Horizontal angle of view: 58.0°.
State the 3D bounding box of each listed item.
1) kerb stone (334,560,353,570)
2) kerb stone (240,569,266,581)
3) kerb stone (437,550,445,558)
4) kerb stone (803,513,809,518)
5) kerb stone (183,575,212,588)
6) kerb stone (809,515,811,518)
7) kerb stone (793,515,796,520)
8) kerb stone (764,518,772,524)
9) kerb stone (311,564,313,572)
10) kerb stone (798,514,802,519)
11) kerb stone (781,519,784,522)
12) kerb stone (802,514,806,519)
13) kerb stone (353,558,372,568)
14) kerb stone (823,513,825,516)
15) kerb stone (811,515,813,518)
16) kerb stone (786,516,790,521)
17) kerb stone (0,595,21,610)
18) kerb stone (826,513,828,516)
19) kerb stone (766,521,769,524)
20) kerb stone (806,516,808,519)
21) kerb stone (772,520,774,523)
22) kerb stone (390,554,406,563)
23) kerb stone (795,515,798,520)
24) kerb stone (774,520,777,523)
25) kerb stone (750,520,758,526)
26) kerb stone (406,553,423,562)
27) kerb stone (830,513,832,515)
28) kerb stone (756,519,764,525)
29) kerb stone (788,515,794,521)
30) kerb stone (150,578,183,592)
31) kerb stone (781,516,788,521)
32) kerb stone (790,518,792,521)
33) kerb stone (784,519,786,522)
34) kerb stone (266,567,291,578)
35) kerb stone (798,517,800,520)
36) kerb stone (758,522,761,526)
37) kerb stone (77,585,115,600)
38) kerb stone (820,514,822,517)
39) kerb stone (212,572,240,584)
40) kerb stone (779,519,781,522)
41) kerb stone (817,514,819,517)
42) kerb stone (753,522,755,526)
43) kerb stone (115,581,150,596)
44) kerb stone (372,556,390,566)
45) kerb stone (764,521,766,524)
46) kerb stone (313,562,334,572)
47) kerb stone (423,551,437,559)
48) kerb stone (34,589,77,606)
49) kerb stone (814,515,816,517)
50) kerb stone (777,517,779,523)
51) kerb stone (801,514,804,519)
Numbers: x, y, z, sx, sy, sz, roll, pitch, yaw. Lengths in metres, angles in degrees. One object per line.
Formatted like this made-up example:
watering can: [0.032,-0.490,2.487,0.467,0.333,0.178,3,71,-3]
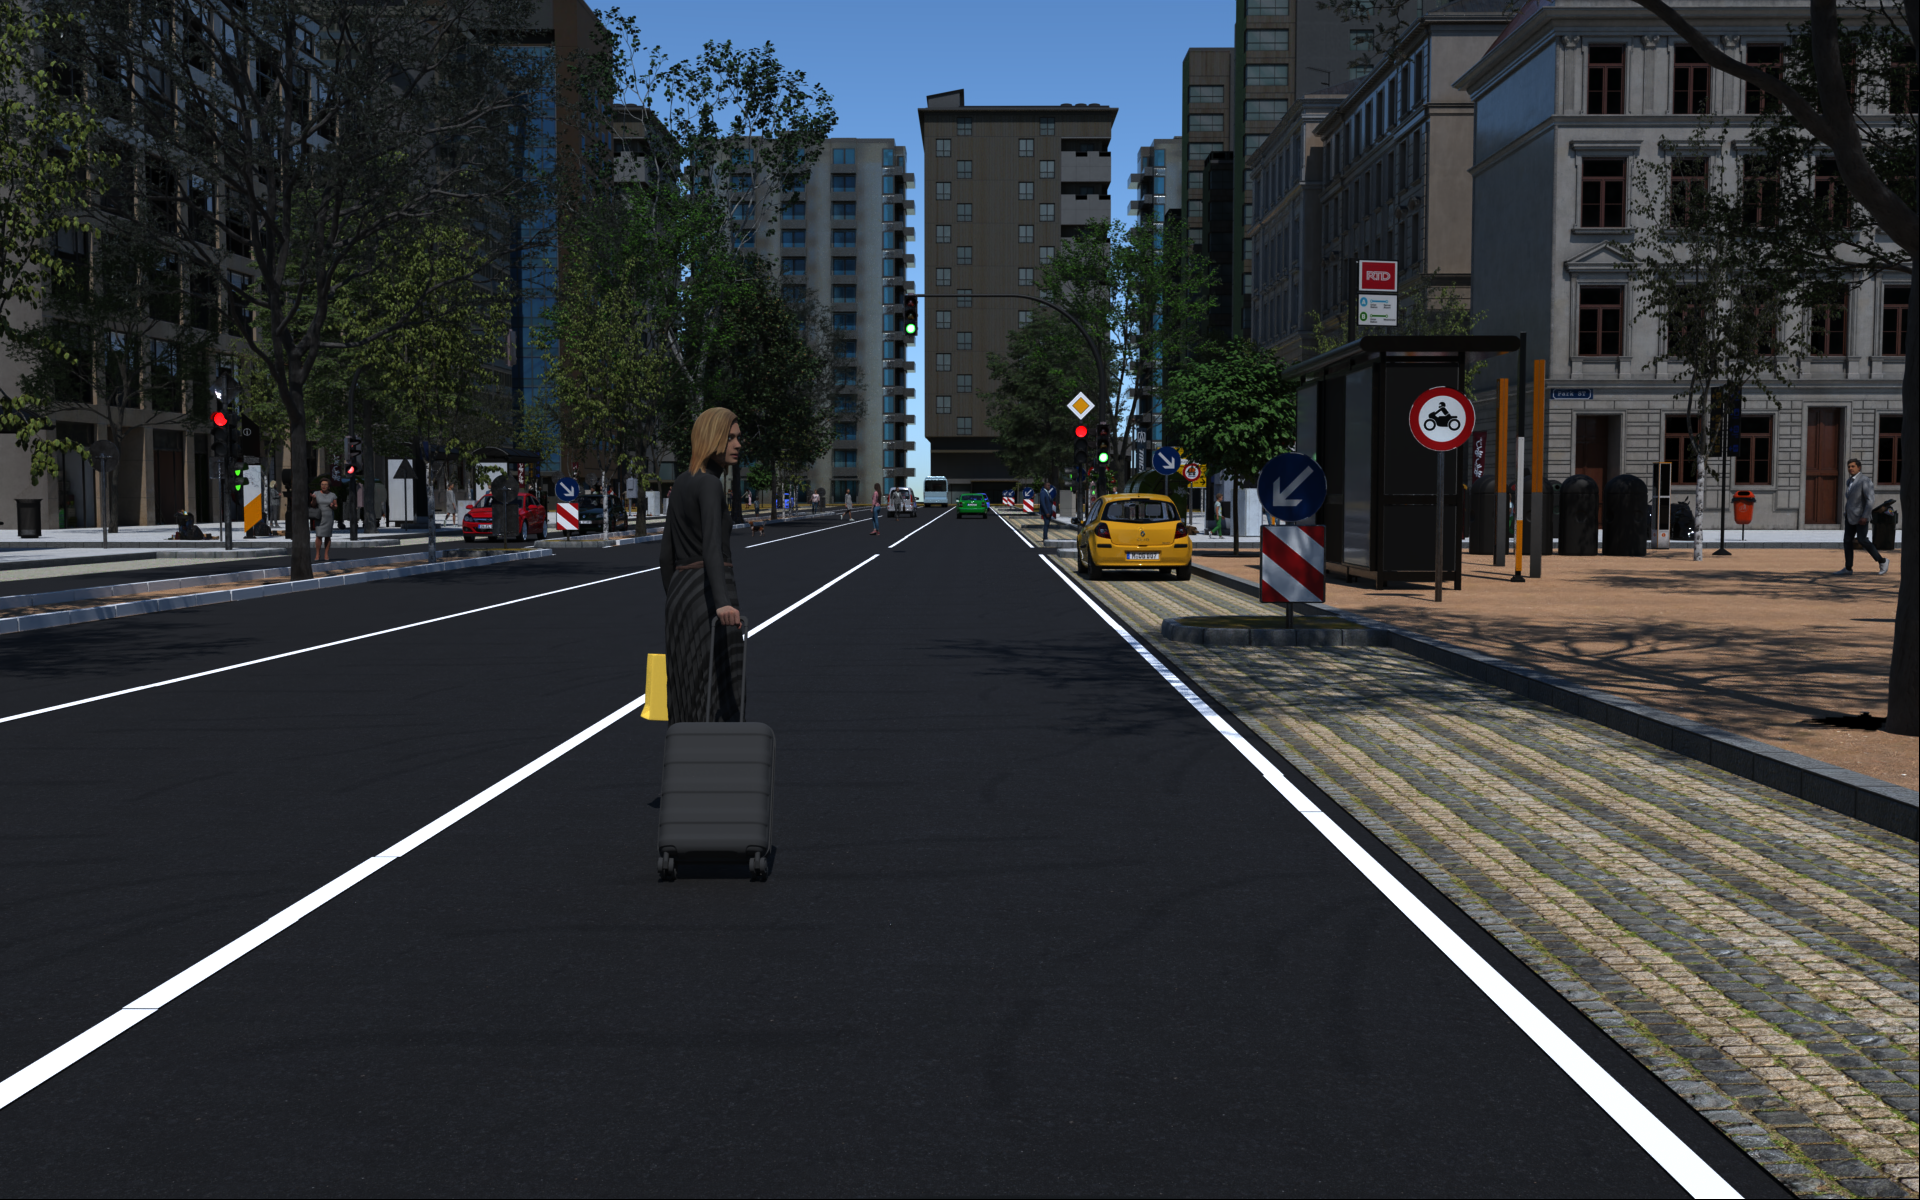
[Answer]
kerb stone: [-11.781,-0.649,32.807,0.120,0.150,1.000,0,4,1]
kerb stone: [-11.815,-0.399,28.720,0.120,0.150,1.000,0,4,1]
kerb stone: [-11.709,-1.026,38.973,0.120,0.150,1.000,0,4,1]
kerb stone: [-9.043,-4.816,100.932,0.120,0.150,1.000,0,4,1]
kerb stone: [-11.828,-0.271,26.658,0.120,0.150,1.000,0,4,1]
kerb stone: [-9.035,-4.874,101.954,0.120,0.150,1.000,0,4,1]
kerb stone: [-9.106,-4.377,93.766,0.120,0.150,1.000,0,4,1]
kerb stone: [-9.216,-3.689,82.517,0.120,0.150,1.000,0,4,1]
kerb stone: [-11.796,-0.518,30.764,0.120,0.150,1.000,0,4,1]
kerb stone: [-9.079,-4.565,96.833,0.120,0.150,1.000,0,4,1]
kerb stone: [-9.165,-3.998,87.632,0.120,0.150,1.000,0,4,1]
kerb stone: [-9.064,-4.690,98.881,0.120,0.150,1.000,0,4,1]
kerb stone: [-11.767,-0.709,33.837,0.120,0.150,1.000,0,4,1]
kerb stone: [-8.946,-5.442,111.176,0.120,0.150,1.000,0,4,1]
kerb stone: [-9.023,-4.940,102.976,0.120,0.150,1.000,0,4,1]
kerb stone: [-9.133,-4.185,90.699,0.120,0.150,1.000,0,4,1]
kerb stone: [-11.876,0.041,21.531,0.120,0.150,1.000,0,4,1]
kerb stone: [-8.925,-5.568,113.226,0.120,0.150,1.000,0,4,1]
kerb stone: [-9.220,-3.627,81.495,0.120,0.150,1.000,0,4,1]
kerb stone: [-9.047,-4.753,99.903,0.120,0.150,1.000,0,4,1]
kerb stone: [-9.202,-3.748,83.540,0.120,0.150,1.000,0,4,1]
kerb stone: [-11.751,-0.836,35.891,0.120,0.150,1.000,0,4,1]
kerb stone: [-9.100,-4.440,94.789,0.120,0.150,1.000,0,4,1]
kerb stone: [-9.199,-3.814,84.562,0.120,0.150,1.000,0,4,1]
kerb stone: [-9.265,-3.375,77.388,0.120,0.150,1.000,0,4,1]
kerb stone: [-11.732,-0.901,36.920,0.120,0.150,1.000,0,4,1]
kerb stone: [-8.896,-5.757,116.314,0.120,0.150,1.000,0,4,1]
kerb stone: [-9.238,-3.502,79.446,0.120,0.150,1.000,0,4,1]
kerb stone: [-9.116,-4.315,92.743,0.120,0.150,1.000,0,4,1]
kerb stone: [-11.834,-0.210,25.636,0.120,0.150,1.000,0,4,1]
kerb stone: [-9.152,-4.127,89.676,0.120,0.150,1.000,0,4,1]
kerb stone: [-9.124,-4.252,91.721,0.120,0.150,1.000,0,4,1]
kerb stone: [-9.147,-4.062,88.654,0.120,0.150,1.000,0,4,1]
kerb stone: [-11.797,-0.462,29.742,0.120,0.150,1.000,0,4,1]
kerb stone: [-9.092,-4.502,95.811,0.120,0.150,1.000,0,4,1]
kerb stone: [-9.250,-3.438,78.424,0.120,0.150,1.000,0,4,1]
kerb stone: [-11.856,-0.085,23.580,0.120,0.150,1.000,0,4,1]
kerb stone: [-8.966,-5.317,109.124,0.120,0.150,1.000,0,4,1]
kerb stone: [-11.820,-0.331,27.680,0.120,0.150,1.000,0,4,1]
kerb stone: [-9.173,-3.940,86.609,0.120,0.150,1.000,0,4,1]
kerb stone: [-8.983,-5.185,107.076,0.120,0.150,1.000,0,4,1]
kerb stone: [-9.267,-3.304,76.363,0.120,0.150,1.000,0,4,1]
kerb stone: [-11.848,-0.148,24.614,0.120,0.150,1.000,0,4,1]
kerb stone: [-11.753,-0.773,34.862,0.120,0.150,1.000,0,4,1]
kerb stone: [-9.230,-3.560,80.470,0.120,0.150,1.000,0,4,1]
kerb stone: [-11.789,-0.585,31.786,0.120,0.150,1.000,0,4,1]
kerb stone: [-11.728,-0.964,37.951,0.120,0.150,1.000,0,4,1]
kerb stone: [-11.862,-0.018,22.558,0.120,0.150,1.000,0,4,1]
kerb stone: [-9.006,-5.066,105.023,0.120,0.150,1.000,0,4,1]
kerb stone: [-9.182,-3.877,85.587,0.120,0.150,1.000,0,4,1]
kerb stone: [-9.069,-4.625,97.856,0.120,0.150,1.000,0,4,1]
